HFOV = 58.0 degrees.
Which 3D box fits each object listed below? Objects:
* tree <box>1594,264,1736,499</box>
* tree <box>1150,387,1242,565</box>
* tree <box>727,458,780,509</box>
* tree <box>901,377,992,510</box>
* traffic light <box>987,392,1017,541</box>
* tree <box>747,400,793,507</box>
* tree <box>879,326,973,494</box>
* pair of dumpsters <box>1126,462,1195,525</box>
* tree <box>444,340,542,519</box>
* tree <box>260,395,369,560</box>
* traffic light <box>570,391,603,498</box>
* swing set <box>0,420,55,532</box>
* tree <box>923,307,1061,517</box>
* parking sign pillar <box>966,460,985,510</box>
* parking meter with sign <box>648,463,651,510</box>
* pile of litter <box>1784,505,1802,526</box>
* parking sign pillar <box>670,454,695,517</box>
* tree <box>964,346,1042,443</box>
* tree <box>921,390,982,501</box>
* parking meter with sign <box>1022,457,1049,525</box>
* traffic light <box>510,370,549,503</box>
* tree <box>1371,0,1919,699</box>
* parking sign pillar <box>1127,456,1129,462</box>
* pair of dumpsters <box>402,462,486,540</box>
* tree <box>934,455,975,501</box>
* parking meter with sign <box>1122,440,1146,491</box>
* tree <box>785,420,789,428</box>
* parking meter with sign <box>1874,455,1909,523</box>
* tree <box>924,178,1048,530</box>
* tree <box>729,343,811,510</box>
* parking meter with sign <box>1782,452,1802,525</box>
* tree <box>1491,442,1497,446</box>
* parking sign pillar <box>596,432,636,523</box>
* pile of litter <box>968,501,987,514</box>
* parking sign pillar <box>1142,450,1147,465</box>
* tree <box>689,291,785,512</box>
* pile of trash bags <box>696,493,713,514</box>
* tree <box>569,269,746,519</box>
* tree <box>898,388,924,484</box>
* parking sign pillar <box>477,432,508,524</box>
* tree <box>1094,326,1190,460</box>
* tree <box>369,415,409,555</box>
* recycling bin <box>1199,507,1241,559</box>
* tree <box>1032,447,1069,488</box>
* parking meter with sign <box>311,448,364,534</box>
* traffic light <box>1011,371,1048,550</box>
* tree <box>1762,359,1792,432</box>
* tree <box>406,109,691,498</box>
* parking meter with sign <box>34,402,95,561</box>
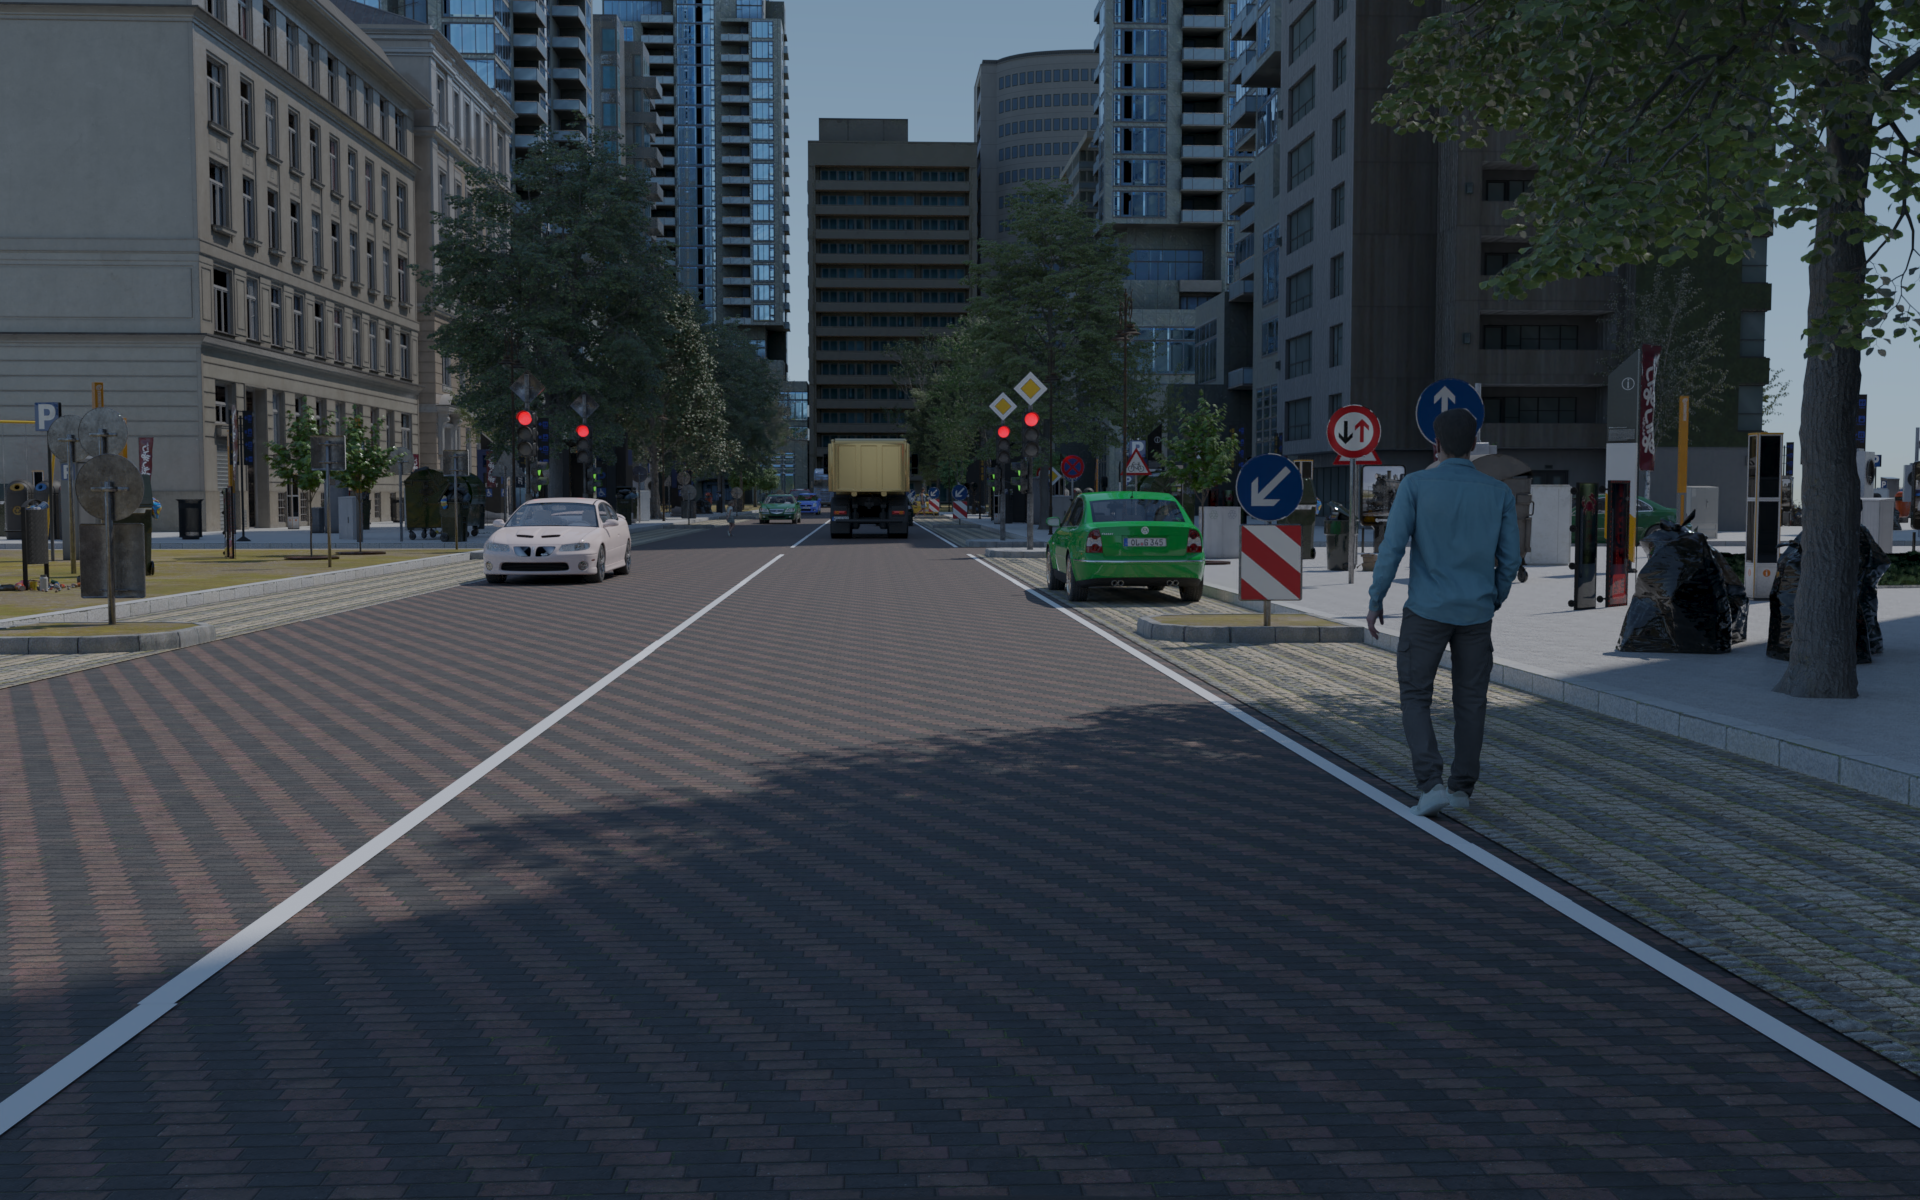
[{"bbox_3d":[22.103,-6.407,55.123,4.360,8.622,3.978,0,3,0],"label":"tree"},{"bbox_3d":[4.305,-2.266,31.655,1.663,3.219,1.824,0,3,0],"label":"tree"},{"bbox_3d":[-18.759,-10.148,149.627,4.285,4.588,4.351,0,3,0],"label":"tree"},{"bbox_3d":[-0.827,-12.497,138.734,7.601,10.594,8.767,1,4,19],"label":"tree"},{"bbox_3d":[1.163,-3.598,47.756,0.839,4.253,0.868,0,4,-3],"label":"traffic light"},{"bbox_3d":[-19.923,-14.737,166.707,9.928,11.665,9.643,0,3,0],"label":"tree"},{"bbox_3d":[-2.961,-20.640,193.356,12.611,20.169,13.585,0,3,0],"label":"tree"},{"bbox_3d":[6.108,-3.046,52.290,1.574,2.255,4.437,0,4,-3],"label":"pair of dumpsters"},{"bbox_3d":[-21.146,-7.906,79.633,4.737,8.622,4.395,0,3,0],"label":"tree"},{"bbox_3d":[-12.876,-2.405,33.927,1.663,3.219,1.824,0,3,0],"label":"tree"},{"bbox_3d":[-10.181,-3.560,47.128,0.839,4.253,0.868,0,4,-3],"label":"traffic light"},{"bbox_3d":[-20.655,-2.378,36.506,3.119,2.851,2.862,-3,5,-41],"label":"swing set"},{"bbox_3d":[1.811,-10.365,95.224,9.928,11.665,9.643,0,3,0],"label":"tree"},{"bbox_3d":[1.104,-8.019,119.577,1.447,3.967,1.447,1,4,21],"label":"parking sign pillar"},{"bbox_3d":[-17.401,-6.158,96.937,0.543,3.016,1.738,0,4,5],"label":"parking meter with sign"},{"bbox_3d":[33.676,-3.386,69.322,1.176,0.858,1.719,1,4,9],"label":"pile of litter"},{"bbox_3d":[-15.765,-6.728,98.469,1.447,3.967,1.447,1,4,19],"label":"parking sign pillar"},{"bbox_3d":[2.382,-8.202,84.466,4.360,8.622,3.978,0,3,0],"label":"tree"},{"bbox_3d":[-0.263,-10.104,115.560,4.737,8.622,4.395,0,3,0],"label":"tree"},{"bbox_3d":[3.345,-4.643,72.180,0.543,3.016,1.738,-3,4,-36],"label":"parking meter with sign"},{"bbox_3d":[-9.749,-3.072,39.155,0.839,4.253,0.868,0,4,-3],"label":"traffic light"},{"bbox_3d":[5.817,-5.678,10.969,7.486,12.596,7.792,0,3,0],"label":"tree"},{"bbox_3d":[11.400,-7.671,113.891,1.447,3.967,1.447,0,4,3],"label":"parking sign pillar"},{"bbox_3d":[-14.972,-2.921,50.254,1.574,2.255,4.437,0,4,-3],"label":"pair of dumpsters"},{"bbox_3d":[-0.251,-8.857,128.528,4.285,4.588,4.351,0,3,0],"label":"tree"},{"bbox_3d":[5.470,-3.634,55.676,0.543,3.016,1.738,1,4,23],"label":"parking meter with sign"},{"bbox_3d":[-16.940,-13.158,121.781,9.857,13.997,8.962,0,3,0],"label":"tree"},{"bbox_3d":[41.310,-4.932,76.893,1.738,3.016,0.543,-1,4,-16],"label":"parking meter with sign"},{"bbox_3d":[3.400,-8.824,62.399,7.486,12.596,7.792,0,3,0],"label":"tree"},{"bbox_3d":[-17.580,-13.953,138.507,12.009,13.543,11.850,0,3,0],"label":"tree"},{"bbox_3d":[33.889,-4.590,71.300,0.543,3.016,1.738,-3,5,-40],"label":"parking meter with sign"},{"bbox_3d":[16.567,-3.744,55.813,1.663,3.219,1.824,0,3,0],"label":"tree"},{"bbox_3d":[-14.956,-5.353,75.991,1.447,3.967,1.447,3,4,36],"label":"parking sign pillar"},{"bbox_3d":[0.984,-5.969,111.550,1.719,0.858,1.176,0,4,-1],"label":"pile of litter"},{"bbox_3d":[10.589,-6.532,95.275,1.447,3.967,1.447,1,4,21],"label":"parking sign pillar"},{"bbox_3d":[-16.487,-12.156,105.413,9.857,13.997,8.962,0,3,0],"label":"tree"},{"bbox_3d":[-16.880,-6.277,112.379,1.912,1.369,3.447,1,4,15],"label":"pile of trash bags"},{"bbox_3d":[-15.778,-10.501,88.703,9.611,12.733,9.660,0,3,0],"label":"tree"},{"bbox_3d":[-1.920,-14.949,162.550,7.486,12.596,7.792,0,3,0],"label":"tree"},{"bbox_3d":[-20.347,-5.308,75.256,1.447,3.967,1.447,2,4,25],"label":"parking sign pillar"},{"bbox_3d":[7.734,-7.600,74.615,4.737,8.622,4.395,0,3,0],"label":"tree"},{"bbox_3d":[-12.885,-2.585,36.870,1.663,3.219,1.824,0,3,0],"label":"tree"},{"bbox_3d":[5.186,-1.351,34.636,0.722,1.027,0.722,0,4,-2],"label":"recycling bin"},{"bbox_3d":[6.293,-8.302,119.455,4.285,4.588,4.351,0,3,0],"label":"tree"},{"bbox_3d":[-20.321,-3.680,56.428,1.738,3.016,0.543,0,4,6],"label":"parking meter with sign"},{"bbox_3d":[1.595,-3.111,39.782,0.839,4.253,0.868,0,4,-3],"label":"traffic light"},{"bbox_3d":[29.968,-7.197,68.030,4.737,8.622,4.395,0,3,0],"label":"tree"},{"bbox_3d":[-13.901,-9.317,58.996,9.857,13.997,8.962,0,3,0],"label":"tree"},{"bbox_3d":[-17.092,-2.293,33.748,0.543,3.016,1.738,1,4,15],"label":"parking meter with sign"}]
